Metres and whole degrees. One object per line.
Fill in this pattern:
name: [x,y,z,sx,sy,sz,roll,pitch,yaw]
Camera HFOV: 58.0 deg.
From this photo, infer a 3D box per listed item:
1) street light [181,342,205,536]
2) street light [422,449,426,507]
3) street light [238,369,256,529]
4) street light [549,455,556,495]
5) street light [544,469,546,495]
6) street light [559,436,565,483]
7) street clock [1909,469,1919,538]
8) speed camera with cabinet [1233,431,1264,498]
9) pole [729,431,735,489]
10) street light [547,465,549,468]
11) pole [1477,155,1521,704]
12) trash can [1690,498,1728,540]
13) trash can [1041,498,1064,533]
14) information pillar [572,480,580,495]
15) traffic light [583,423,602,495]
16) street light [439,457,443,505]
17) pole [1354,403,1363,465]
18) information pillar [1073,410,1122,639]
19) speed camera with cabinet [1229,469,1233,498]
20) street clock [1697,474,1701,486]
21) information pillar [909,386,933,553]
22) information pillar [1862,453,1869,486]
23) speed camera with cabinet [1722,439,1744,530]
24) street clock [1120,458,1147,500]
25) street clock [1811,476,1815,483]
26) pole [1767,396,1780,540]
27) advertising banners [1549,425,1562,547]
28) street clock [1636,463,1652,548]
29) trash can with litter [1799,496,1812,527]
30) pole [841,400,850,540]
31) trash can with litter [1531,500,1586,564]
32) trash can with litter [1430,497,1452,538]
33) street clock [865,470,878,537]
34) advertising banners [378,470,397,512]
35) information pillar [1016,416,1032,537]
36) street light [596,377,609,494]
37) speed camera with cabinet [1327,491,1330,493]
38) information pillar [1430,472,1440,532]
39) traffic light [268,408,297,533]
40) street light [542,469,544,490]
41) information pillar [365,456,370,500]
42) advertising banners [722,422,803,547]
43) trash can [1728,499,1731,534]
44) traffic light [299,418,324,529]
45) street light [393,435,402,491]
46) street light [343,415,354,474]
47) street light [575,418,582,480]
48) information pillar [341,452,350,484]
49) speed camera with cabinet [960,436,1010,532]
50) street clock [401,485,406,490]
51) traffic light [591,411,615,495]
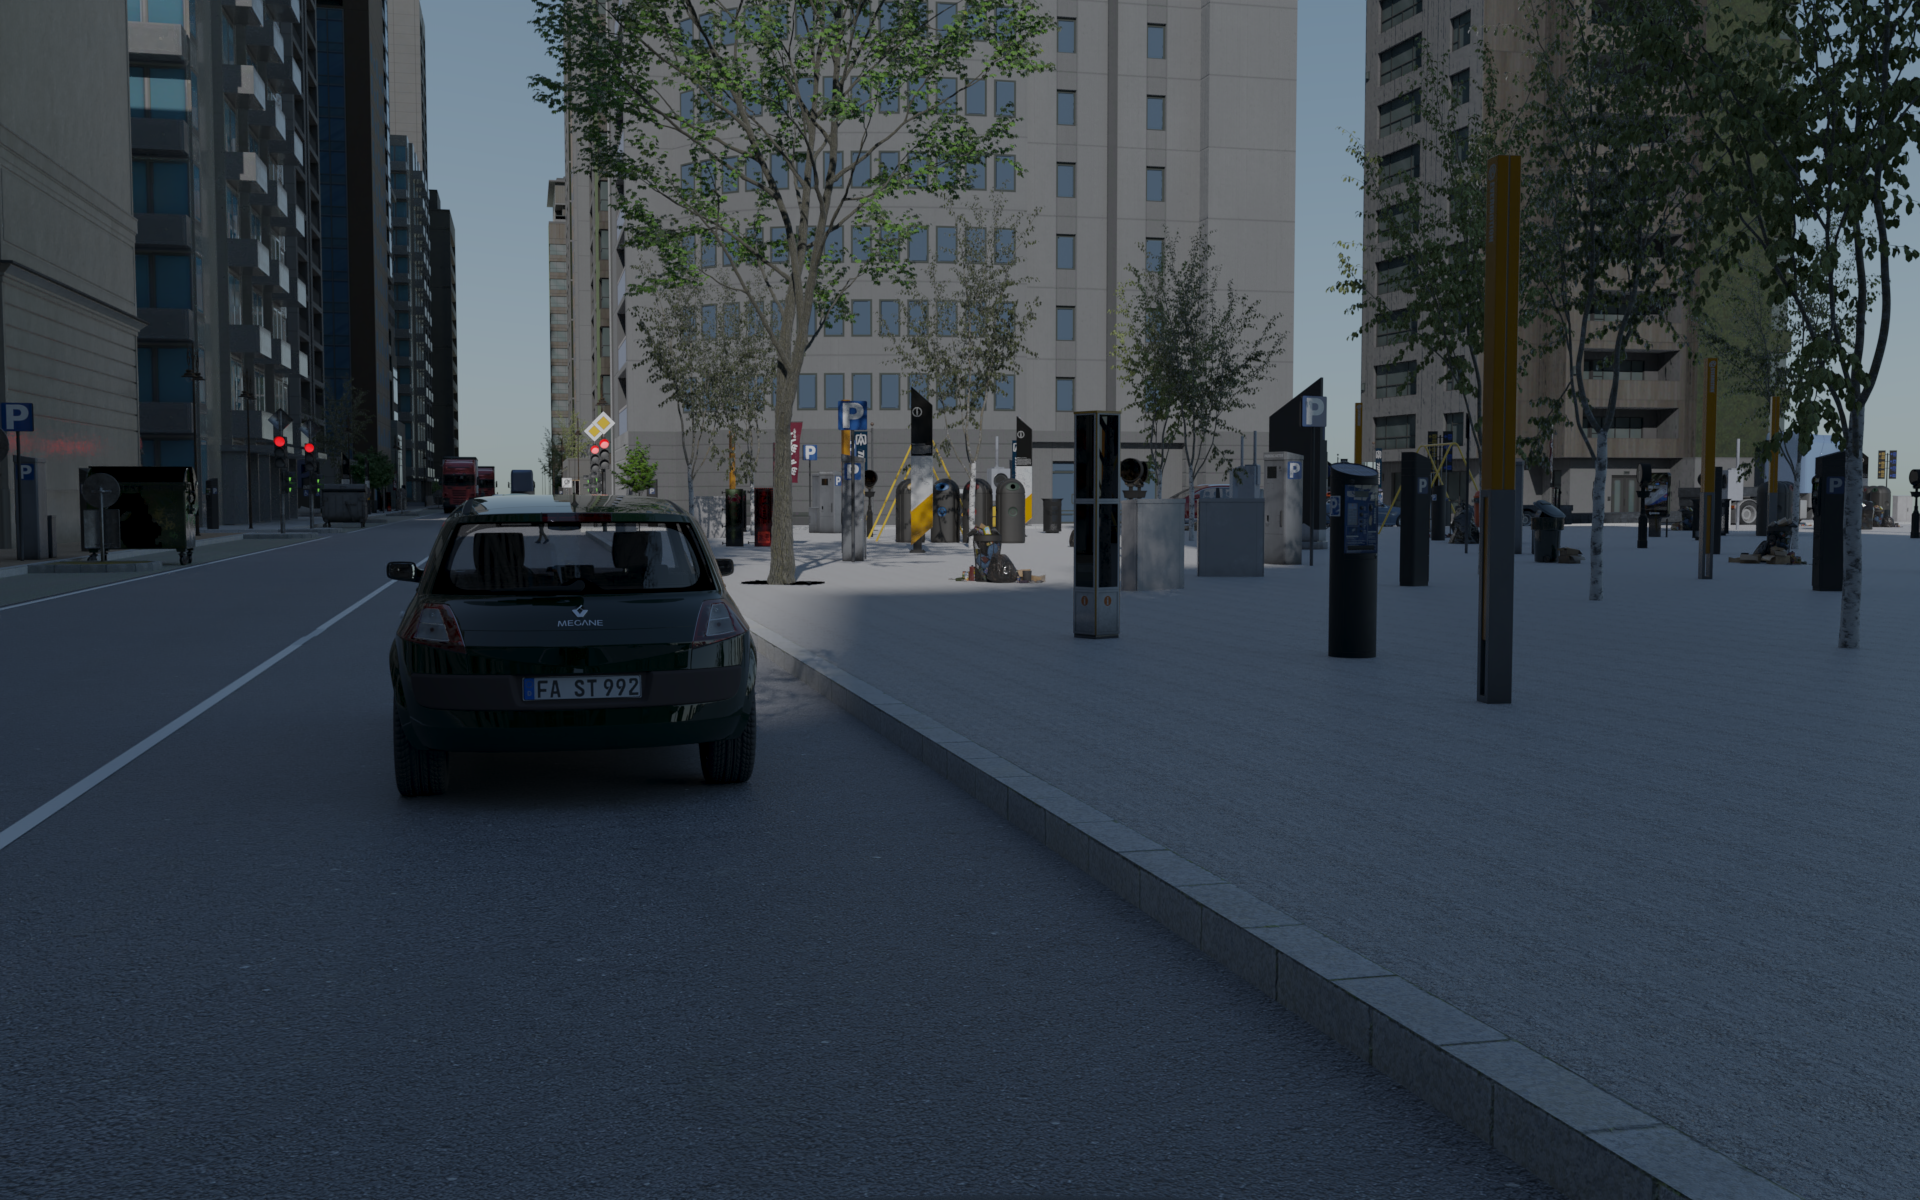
street light: [-23.405,-4.906,52.996,0.468,5.910,1.993,-1,4,-14]
street light: [-53.836,-12.320,174.218,0.468,5.910,1.993,-1,4,-14]
street light: [-26.204,-5.568,63.823,0.468,5.910,1.993,-1,4,-14]
street light: [-41.857,-12.582,178.508,0.468,5.910,1.993,-1,4,-14]
street light: [-53.179,-15.372,224.111,0.468,5.910,1.993,-1,4,-14]
street light: [-33.012,-10.449,143.626,0.468,5.910,1.993,-1,4,-14]
street clock: [27.672,-2.786,50.118,0.358,2.002,0.471,0,4,-2]
speed camera with cabinet: [9.311,-3.699,54.807,0.660,3.252,2.038,2,4,24]
pole: [-7.344,-3.794,55.881,0.158,3.312,0.155,0,3,0]
street light: [-50.485,-14.719,213.444,0.468,5.910,1.993,-1,4,-14]
pole: [3.289,-1.023,10.567,0.158,3.312,0.155,0,3,0]
trash can: [20.615,-2.221,47.962,0.748,1.137,0.748,0,3,0]
trash can: [3.018,-2.751,56.630,0.748,1.137,0.748,0,3,0]
information pillar: [-20.049,-5.257,90.442,0.304,2.012,0.304,-3,5,-42]
traffic light: [-14.064,-4.753,66.628,0.839,4.253,0.868,-1,4,-14]
street light: [-62.580,-14.455,209.125,0.468,5.910,1.993,-1,4,-14]
pole: [8.888,-2.744,38.704,0.158,3.312,0.155,0,3,0]
information pillar: [1.218,-0.668,15.412,0.304,2.012,0.304,-3,4,-39]
speed camera with cabinet: [10.284,-3.972,59.271,2.038,3.252,0.660,0,4,-3]
street clock: [24.731,-3.236,57.484,0.471,2.002,0.358,0,4,8]
information pillar: [-0.843,-2.831,37.639,0.504,3.616,0.183,0,4,4]
information pillar: [47.416,-6.094,90.990,0.504,3.616,0.183,1,4,18]
speed camera with cabinet: [27.731,-4.190,62.849,0.660,3.252,2.038,0,4,2]
street clock: [3.424,-1.846,34.754,0.471,2.002,0.358,1,4,17]
street clock: [32.515,-3.734,65.622,0.471,2.002,0.358,-1,4,-9]
pole: [17.028,-2.595,36.268,0.158,3.312,0.155,0,3,0]
advertising banners: [13.977,-2.722,40.690,0.090,3.025,2.074,1,4,13]
street clock: [16.159,-2.226,40.960,0.358,2.002,0.471,0,4,5]
trash can with litter: [33.755,-3.558,69.236,2.233,1.210,1.678,-1,4,-20]
pole: [-2.472,-2.671,37.520,0.158,3.312,0.155,0,3,0]
trash can with litter: [11.182,-1.279,32.292,0.624,1.170,1.055,-2,4,-33]
trash can with litter: [14.513,-2.421,50.636,2.233,1.210,1.678,0,4,-1]
street clock: [-2.687,-2.870,51.498,0.471,2.002,0.358,0,4,3]
advertising banners: [-42.103,-8.036,127.572,0.090,3.025,2.074,1,4,22]
information pillar: [1.907,-3.696,51.792,0.504,3.616,0.183,1,4,12]
street light: [-14.108,-5.842,68.307,0.468,5.910,1.993,-1,4,-14]
speed camera with cabinet: [23.353,-6.833,106.053,2.038,3.252,0.660,-2,4,-27]
information pillar: [15.912,-3.282,58.153,0.304,2.012,0.304,0,4,5]
traffic light: [-22.065,-4.126,56.374,0.839,4.253,0.868,-1,4,-14]
street light: [-62.043,-17.505,258.988,0.468,5.910,1.993,-1,4,-14]
information pillar: [-36.863,-7.117,107.712,0.183,3.616,0.504,-3,5,-40]
advertising banners: [-4.797,-2.805,42.051,2.074,3.025,0.090,1,4,13]
trash can: [23.399,-2.555,53.427,0.748,1.137,0.748,0,3,0]
traffic light: [-24.012,-4.599,64.119,0.839,4.253,0.868,-1,4,-14]
street light: [-44.823,-10.135,138.500,0.468,5.910,1.993,-1,4,-14]
street light: [-34.887,-7.715,98.920,0.468,5.910,1.993,-1,4,-14]
street light: [-22.745,-7.979,103.240,0.468,5.910,1.993,-1,4,-14]
information pillar: [-34.387,-6.457,96.923,0.183,3.616,0.504,2,4,32]
speed camera with cabinet: [0.661,-3.955,58.996,2.038,3.252,0.660,-1,4,-17]
street clock: [-43.846,-8.071,136.524,0.358,2.002,0.471,-2,4,-31]
traffic light: [-12.116,-4.279,58.883,0.839,4.253,0.868,-1,4,-14]
